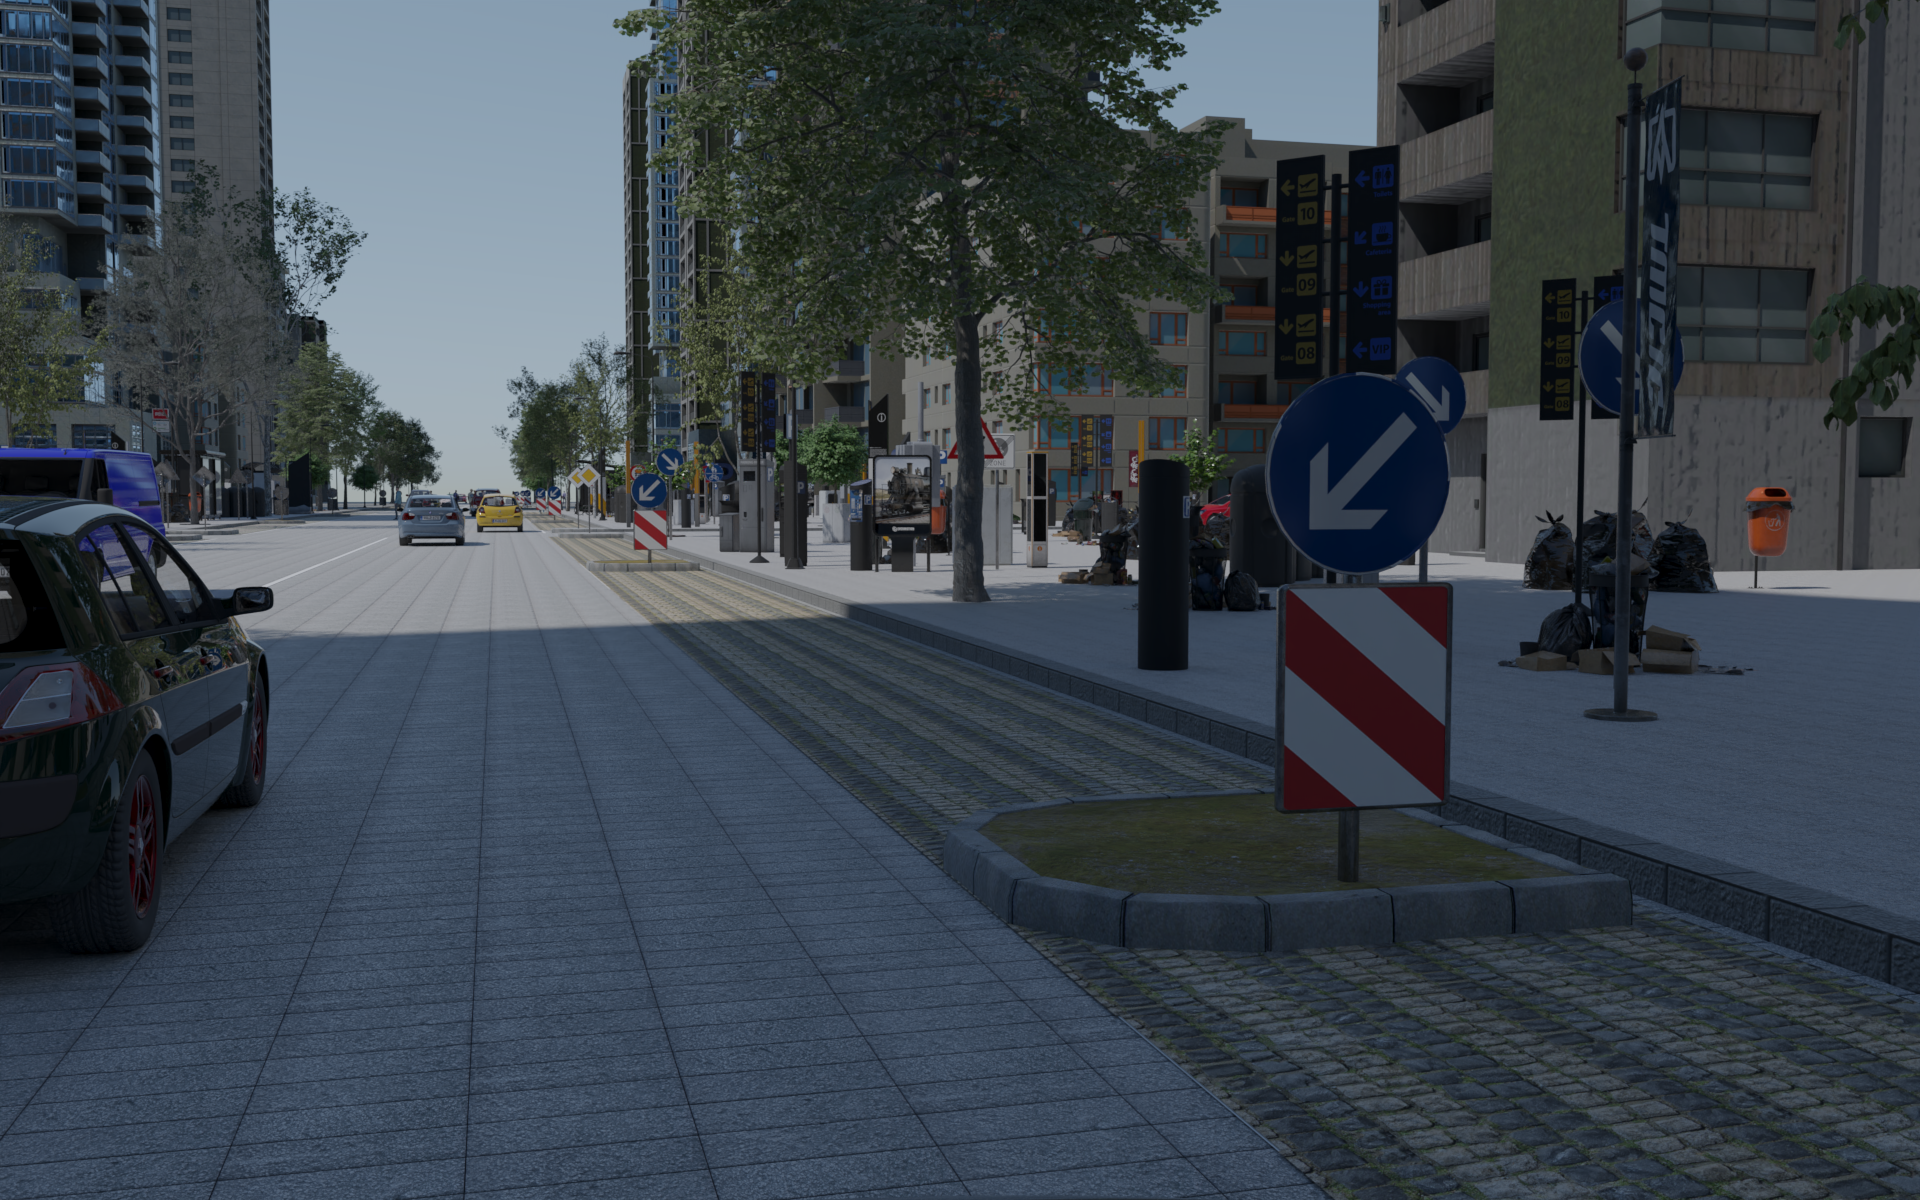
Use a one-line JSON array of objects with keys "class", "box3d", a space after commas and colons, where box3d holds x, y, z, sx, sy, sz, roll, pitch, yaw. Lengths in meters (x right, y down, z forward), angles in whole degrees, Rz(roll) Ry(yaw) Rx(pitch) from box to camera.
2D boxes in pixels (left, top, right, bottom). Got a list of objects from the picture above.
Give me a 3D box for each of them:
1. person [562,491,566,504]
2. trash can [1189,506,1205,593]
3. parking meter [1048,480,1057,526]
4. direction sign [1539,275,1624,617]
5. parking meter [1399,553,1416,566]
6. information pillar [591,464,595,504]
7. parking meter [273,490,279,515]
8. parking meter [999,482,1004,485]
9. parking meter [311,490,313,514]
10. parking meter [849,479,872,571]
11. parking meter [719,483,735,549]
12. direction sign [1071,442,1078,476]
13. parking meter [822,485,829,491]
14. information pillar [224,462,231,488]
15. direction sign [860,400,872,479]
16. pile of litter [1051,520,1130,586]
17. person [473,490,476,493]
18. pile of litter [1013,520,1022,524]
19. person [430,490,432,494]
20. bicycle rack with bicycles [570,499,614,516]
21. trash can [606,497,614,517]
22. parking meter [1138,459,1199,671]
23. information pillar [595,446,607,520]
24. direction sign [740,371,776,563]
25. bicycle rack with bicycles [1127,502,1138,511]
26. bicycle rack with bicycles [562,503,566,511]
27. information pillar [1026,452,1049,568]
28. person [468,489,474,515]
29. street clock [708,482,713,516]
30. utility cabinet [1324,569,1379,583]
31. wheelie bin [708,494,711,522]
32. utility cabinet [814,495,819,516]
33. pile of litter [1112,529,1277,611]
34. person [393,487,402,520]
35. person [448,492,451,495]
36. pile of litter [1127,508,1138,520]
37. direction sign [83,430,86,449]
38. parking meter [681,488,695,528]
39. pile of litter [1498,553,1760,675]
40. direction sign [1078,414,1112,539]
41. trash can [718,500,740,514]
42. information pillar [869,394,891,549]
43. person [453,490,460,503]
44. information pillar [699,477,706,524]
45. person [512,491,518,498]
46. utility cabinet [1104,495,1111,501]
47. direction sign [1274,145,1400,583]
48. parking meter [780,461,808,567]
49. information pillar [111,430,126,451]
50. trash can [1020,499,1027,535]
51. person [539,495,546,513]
[{"class": "person", "box3d": [-49.702, -12.788, 217.450, 0.709, 1.838, 0.599, -2, 4, -31]}, {"class": "trash can", "box3d": [2.618, -0.584, 21.207, 0.748, 1.137, 0.748, 0, 3, 0]}, {"class": "parking meter", "box3d": [3.632, -3.864, 68.888, 0.399, 1.863, 0.255, -1, 4, -12]}, {"class": "direction sign", "box3d": [6.526, -1.602, 18.183, 0.876, 3.537, 0.379, 2, 4, 34]}, {"class": "parking meter", "box3d": [7.987, -1.558, 31.179, 0.399, 1.863, 0.255, 3, 5, 44]}, {"class": "information pillar", "box3d": [-24.729, -7.687, 117.041, 0.504, 3.616, 0.183, -3, 5, -44]}, {"class": "parking meter", "box3d": [-42.615, -6.089, 107.969, 0.372, 1.533, 0.369, 0, 3, 0]}, {"class": "parking meter", "box3d": [1.770, -4.288, 75.815, 0.399, 1.863, 0.255, 0, 4, -5]}, {"class": "parking meter", "box3d": [-42.539, -6.416, 113.318, 0.372, 1.533, 0.369, 0, 3, 0]}, {"class": "parking meter", "box3d": [-1.654, -1.259, 29.003, 0.372, 1.533, 0.369, 0, 3, 0]}, {"class": "parking meter", "box3d": [-5.444, -1.963, 40.502, 0.372, 1.533, 0.369, 0, 3, 0]}, {"class": "direction sign", "box3d": [5.248, -5.150, 76.192, 0.876, 3.537, 0.379, -2, 4, -27]}, {"class": "parking meter", "box3d": [-8.075, -6.015, 104.049, 0.399, 1.863, 0.255, -3, 5, -40]}, {"class": "information pillar", "box3d": [-53.050, -8.204, 125.482, 0.504, 3.616, 0.183, 1, 4, 13]}, {"class": "direction sign", "box3d": [-2.182, -3.068, 42.166, 0.379, 3.537, 0.876, 0, 4, 1]}, {"class": "pile of litter", "box3d": [1.995, -0.663, 24.807, 1.176, 0.858, 1.719, 0, 4, -4]}, {"class": "person", "box3d": [-38.818, -7.940, 138.836, 1.217, 1.766, 0.721, 2, 4, 26]}, {"class": "pile of litter", "box3d": [1.950, -3.680, 74.132, 1.176, 0.858, 1.719, -2, 4, -31]}, {"class": "person", "box3d": [-57.549, -11.000, 188.349, 0.705, 1.824, 1.348, -1, 4, -17]}, {"class": "bicycle rack with bicycles", "box3d": [-21.804, -5.564, 104.360, 2.925, 0.926, 2.852, 0, 3, 0]}, {"class": "trash can", "box3d": [-19.393, -5.192, 96.547, 0.748, 1.137, 0.748, 0, 3, 0]}, {"class": "parking meter", "box3d": [1.493, -0.262, 12.699, 0.372, 1.533, 0.369, 0, 3, 0]}, {"class": "information pillar", "box3d": [-17.494, -5.708, 84.682, 0.183, 3.616, 0.504, 2, 4, 26]}, {"class": "direction sign", "box3d": [-3.743, -2.460, 32.217, 0.379, 3.537, 0.876, 3, 4, 39]}, {"class": "bicycle rack with bicycles", "box3d": [13.924, -7.740, 139.937, 2.852, 0.926, 2.925, 2, 4, 28]}, {"class": "bicycle rack with bicycles", "box3d": [-29.614, -7.373, 133.933, 2.852, 0.926, 2.925, -1, 4, -20]}, {"class": "information pillar", "box3d": [1.343, -1.566, 30.091, 0.304, 2.012, 0.304, -1, 4, -16]}, {"class": "person", "box3d": [-34.008, -6.856, 120.767, 0.661, 1.801, 0.590, 3, 4, 38]}, {"class": "street clock", "box3d": [-14.336, -5.861, 100.392, 0.471, 2.002, 0.358, 1, 4, 11]}, {"class": "utility cabinet", "box3d": [3.196, -0.182, 14.145, 0.306, 1.237, 1.020, 0, 4, 3]}, {"class": "wheelie bin", "box3d": [-11.813, -4.382, 79.558, 0.693, 1.594, 0.980, 0, 4, -1]}, {"class": "utility cabinet", "box3d": [-8.179, -5.625, 103.133, 1.020, 1.237, 0.306, -2, 4, -31]}, {"class": "pile of litter", "box3d": [2.706, -0.328, 19.336, 1.719, 0.858, 1.176, 1, 4, 19]}, {"class": "person", "box3d": [-31.082, -5.359, 95.980, 0.748, 1.841, 0.638, 1, 4, 10]}, {"class": "person", "box3d": [-80.393, -16.135, 273.113, 0.445, 1.727, 0.742, 2, 4, 29]}, {"class": "pile of litter", "box3d": [5.630, -2.424, 53.595, 1.176, 0.858, 1.719, 1, 4, 19]}, {"class": "direction sign", "box3d": [-30.972, -4.242, 61.357, 0.379, 3.537, 0.876, -2, 4, -30]}, {"class": "parking meter", "box3d": [-10.343, -3.486, 65.405, 0.372, 1.533, 0.369, 0, 3, 0]}, {"class": "pile of litter", "box3d": [4.881, 0.079, 12.672, 1.719, 0.858, 1.176, 2, 4, 31]}, {"class": "direction sign", "box3d": [3.886, -3.502, 49.262, 0.876, 3.537, 0.379, 1, 4, 10]}, {"class": "trash can", "box3d": [-5.103, -1.689, 39.266, 0.748, 1.137, 0.748, 0, 3, 0]}, {"class": "information pillar", "box3d": [-1.887, -3.007, 40.525, 0.504, 3.616, 0.183, 1, 4, 17]}, {"class": "person", "box3d": [-49.637, -9.932, 170.756, 0.599, 1.838, 0.709, 3, 4, 37]}, {"class": "information pillar", "box3d": [-11.042, -4.262, 74.175, 0.304, 2.012, 0.304, 0, 4, -5]}, {"class": "person", "box3d": [-43.665, -9.782, 169.148, 1.217, 1.735, 0.721, 1, 4, 12]}, {"class": "utility cabinet", "box3d": [6.489, -4.016, 76.826, 0.306, 1.237, 1.020, -2, 4, -25]}, {"class": "direction sign", "box3d": [2.500, -1.198, 11.592, 0.876, 3.537, 0.379, 3, 4, 38]}, {"class": "parking meter", "box3d": [-2.906, -1.529, 30.704, 0.255, 1.863, 0.399, 3, 4, 38]}, {"class": "information pillar", "box3d": [-30.877, -4.418, 63.581, 0.504, 3.616, 0.183, 0, 4, -3]}, {"class": "trash can", "box3d": [2.244, -2.635, 54.735, 0.748, 1.137, 0.748, 0, 3, 0]}, {"class": "person", "box3d": [-30.617, -7.195, 126.978, 0.563, 1.720, 0.643, -2, 4, -27]}]
